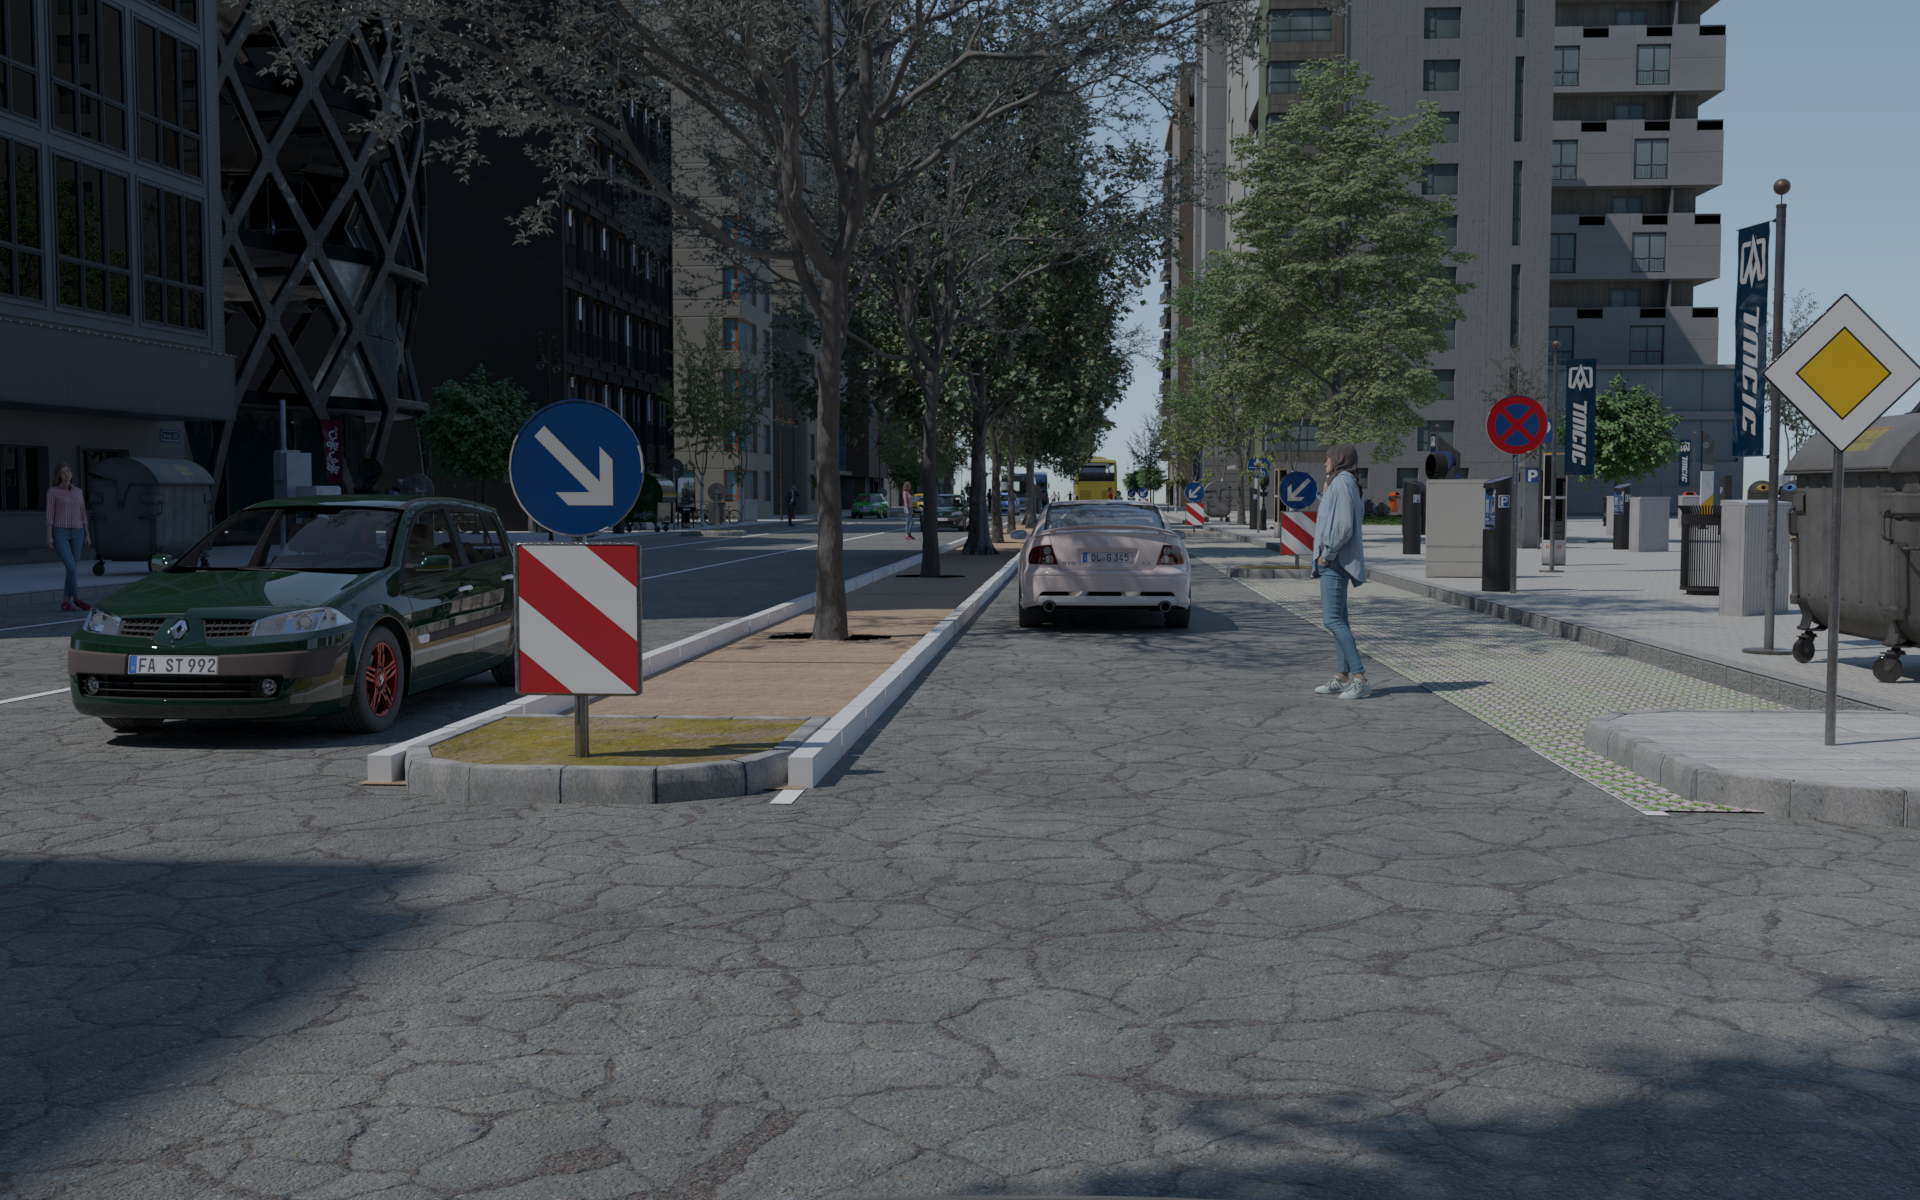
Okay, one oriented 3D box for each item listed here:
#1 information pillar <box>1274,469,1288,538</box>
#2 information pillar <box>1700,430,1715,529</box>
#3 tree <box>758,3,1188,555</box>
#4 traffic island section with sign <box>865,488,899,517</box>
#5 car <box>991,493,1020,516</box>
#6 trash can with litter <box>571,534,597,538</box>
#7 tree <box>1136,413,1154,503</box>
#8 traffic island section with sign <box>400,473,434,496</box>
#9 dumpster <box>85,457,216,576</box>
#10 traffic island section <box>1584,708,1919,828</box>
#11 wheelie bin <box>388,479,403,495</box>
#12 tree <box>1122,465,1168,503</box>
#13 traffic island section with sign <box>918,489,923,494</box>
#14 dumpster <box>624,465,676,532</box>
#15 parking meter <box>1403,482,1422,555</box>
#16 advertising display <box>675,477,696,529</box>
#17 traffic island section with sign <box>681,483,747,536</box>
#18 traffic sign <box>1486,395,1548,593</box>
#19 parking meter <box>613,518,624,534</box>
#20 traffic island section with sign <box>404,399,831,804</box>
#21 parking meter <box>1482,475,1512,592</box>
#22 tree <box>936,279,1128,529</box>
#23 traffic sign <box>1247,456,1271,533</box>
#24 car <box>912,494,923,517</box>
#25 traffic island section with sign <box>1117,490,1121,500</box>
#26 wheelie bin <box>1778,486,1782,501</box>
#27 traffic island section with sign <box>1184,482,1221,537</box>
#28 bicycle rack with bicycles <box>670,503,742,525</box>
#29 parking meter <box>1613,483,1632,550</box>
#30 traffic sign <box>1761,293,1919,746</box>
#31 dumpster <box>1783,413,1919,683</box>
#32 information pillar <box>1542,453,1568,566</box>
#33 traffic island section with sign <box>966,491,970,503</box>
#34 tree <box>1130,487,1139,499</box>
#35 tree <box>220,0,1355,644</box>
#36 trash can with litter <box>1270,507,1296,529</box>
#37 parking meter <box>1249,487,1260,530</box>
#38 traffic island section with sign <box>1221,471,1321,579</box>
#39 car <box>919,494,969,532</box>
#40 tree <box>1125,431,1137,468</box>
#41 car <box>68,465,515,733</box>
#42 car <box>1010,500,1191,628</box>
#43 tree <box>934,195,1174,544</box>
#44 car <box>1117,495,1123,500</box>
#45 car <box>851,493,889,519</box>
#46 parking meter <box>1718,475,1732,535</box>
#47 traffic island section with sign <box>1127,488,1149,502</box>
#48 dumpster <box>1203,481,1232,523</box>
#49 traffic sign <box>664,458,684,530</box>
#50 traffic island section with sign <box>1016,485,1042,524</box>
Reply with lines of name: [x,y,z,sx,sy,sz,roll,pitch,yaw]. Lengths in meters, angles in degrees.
information pillar: [9.384,-2.822,50.632,0.304,2.012,0.304,-1,4,-13]
information pillar: [27.203,-4.388,63.093,0.504,3.616,0.183,-1,4,-8]
tree: [0.439,-7.389,40.269,9.611,12.733,9.660,0,3,0]
traffic island section with sign: [-4.891,-6.131,108.866,1.989,1.847,2.006,0,4,4]
car: [3.078,-6.513,116.072,1.945,1.707,3.694,0,4,6]
trash can with litter: [-11.124,-2.440,51.276,1.055,1.170,0.624,3,5,44]
tree: [12.583,-8.779,93.901,4.737,8.622,4.395,0,3,0]
traffic island section with sign: [-10.404,-1.468,32.626,1.989,1.847,2.006,0,4,4]
dumpster: [-12.937,-1.342,27.707,1.264,1.857,1.865,0,4,4]
traffic island section: [4.462,0.821,8.853,2.009,0.180,2.903,0,4,4]
wheelie bin: [-12.009,-1.818,37.635,0.693,1.594,0.980,1,4,20]
tree: [20.523,-13.098,197.871,4.285,4.588,4.351,0,3,0]
traffic island section with sign: [-2.931,-7.787,135.940,1.989,1.847,2.006,0,4,4]
dumpster: [-10.558,-3.432,58.611,1.502,2.255,1.985,0,4,4]
parking meter: [9.608,-1.736,36.803,0.372,1.533,0.369,0,3,0]
advertising display: [-10.191,-3.614,64.295,0.123,1.923,0.974,2,4,34]
traffic island section with sign: [-8.439,-3.128,59.778,1.989,1.847,2.006,0,4,4]
traffic sign: [7.165,-1.361,22.352,0.768,2.556,0.104,1,4,11]
parking meter: [-11.022,-2.903,55.867,0.372,1.533,0.369,0,3,0]
traffic island section with sign: [-1.792,-0.051,8.964,2.006,1.907,1.989,0,4,4]
parking meter: [7.071,-0.879,22.789,0.372,1.533,0.369,0,3,0]
tree: [2.973,-9.194,70.906,7.486,12.596,7.792,0,3,0]
traffic sign: [9.790,-3.466,56.782,0.768,2.556,0.104,1,4,9]
car: [-2.335,-5.916,106.956,2.015,1.641,3.980,0,4,4]
traffic island section with sign: [13.295,-7.763,135.558,1.989,1.847,2.006,0,4,4]
wheelie bin: [31.469,-3.538,65.755,0.980,1.594,0.693,0,4,6]
traffic island section with sign: [7.689,-3.015,57.921,1.989,1.847,2.006,0,4,4]
bicycle rack with bicycles: [-10.836,-3.623,72.617,2.925,0.926,2.852,0,4,6]
parking meter: [15.295,-1.932,40.004,0.372,1.533,0.369,0,3,0]
traffic sign: [4.438,-0.314,8.777,0.795,2.450,0.064,0,4,4]
dumpster: [6.860,-0.404,12.361,1.264,1.857,1.865,0,4,4]
information pillar: [10.643,-1.621,30.992,0.304,2.012,0.304,-1,4,-20]
traffic island section with sign: [1.087,-11.180,191.423,1.989,1.847,2.006,0,4,4]
tree: [20.696,-12.688,202.043,1.663,3.219,1.824,0,3,0]
tree: [-1.295,-6.358,16.787,12.009,13.543,11.850,0,3,0]
trash can with litter: [11.759,-3.217,63.651,2.233,1.210,1.678,0,4,-1]
parking meter: [10.610,-3.298,62.333,0.372,1.533,0.369,0,3,0]
traffic island section with sign: [5.670,-1.311,30.067,1.989,1.847,2.006,0,4,4]
car: [-0.531,-3.501,67.028,2.009,1.686,4.222,0,4,5]
tree: [16.986,-12.459,154.065,4.737,8.622,4.395,0,3,0]
car: [-4.189,-0.116,11.679,2.009,1.686,4.222,0,4,5]
car: [1.610,-0.466,19.978,2.083,1.381,4.827,0,4,3]
tree: [0.989,-7.457,50.139,9.928,11.665,9.643,0,3,0]
car: [18.876,-12.203,209.745,2.015,1.641,3.980,0,4,3]
car: [-5.261,-5.661,101.357,1.959,1.807,4.718,0,4,5]
parking meter: [23.838,-2.952,53.979,0.255,1.863,0.399,0,4,0]
traffic island section with sign: [11.361,-6.116,108.626,1.989,1.847,2.006,0,4,4]
dumpster: [11.664,-4.444,78.421,1.264,1.857,1.865,0,4,4]
traffic sign: [-10.149,-3.750,61.411,0.768,2.556,0.104,1,4,11]
traffic island section with sign: [3.621,-4.634,83.908,2.006,1.907,1.989,0,4,4]
